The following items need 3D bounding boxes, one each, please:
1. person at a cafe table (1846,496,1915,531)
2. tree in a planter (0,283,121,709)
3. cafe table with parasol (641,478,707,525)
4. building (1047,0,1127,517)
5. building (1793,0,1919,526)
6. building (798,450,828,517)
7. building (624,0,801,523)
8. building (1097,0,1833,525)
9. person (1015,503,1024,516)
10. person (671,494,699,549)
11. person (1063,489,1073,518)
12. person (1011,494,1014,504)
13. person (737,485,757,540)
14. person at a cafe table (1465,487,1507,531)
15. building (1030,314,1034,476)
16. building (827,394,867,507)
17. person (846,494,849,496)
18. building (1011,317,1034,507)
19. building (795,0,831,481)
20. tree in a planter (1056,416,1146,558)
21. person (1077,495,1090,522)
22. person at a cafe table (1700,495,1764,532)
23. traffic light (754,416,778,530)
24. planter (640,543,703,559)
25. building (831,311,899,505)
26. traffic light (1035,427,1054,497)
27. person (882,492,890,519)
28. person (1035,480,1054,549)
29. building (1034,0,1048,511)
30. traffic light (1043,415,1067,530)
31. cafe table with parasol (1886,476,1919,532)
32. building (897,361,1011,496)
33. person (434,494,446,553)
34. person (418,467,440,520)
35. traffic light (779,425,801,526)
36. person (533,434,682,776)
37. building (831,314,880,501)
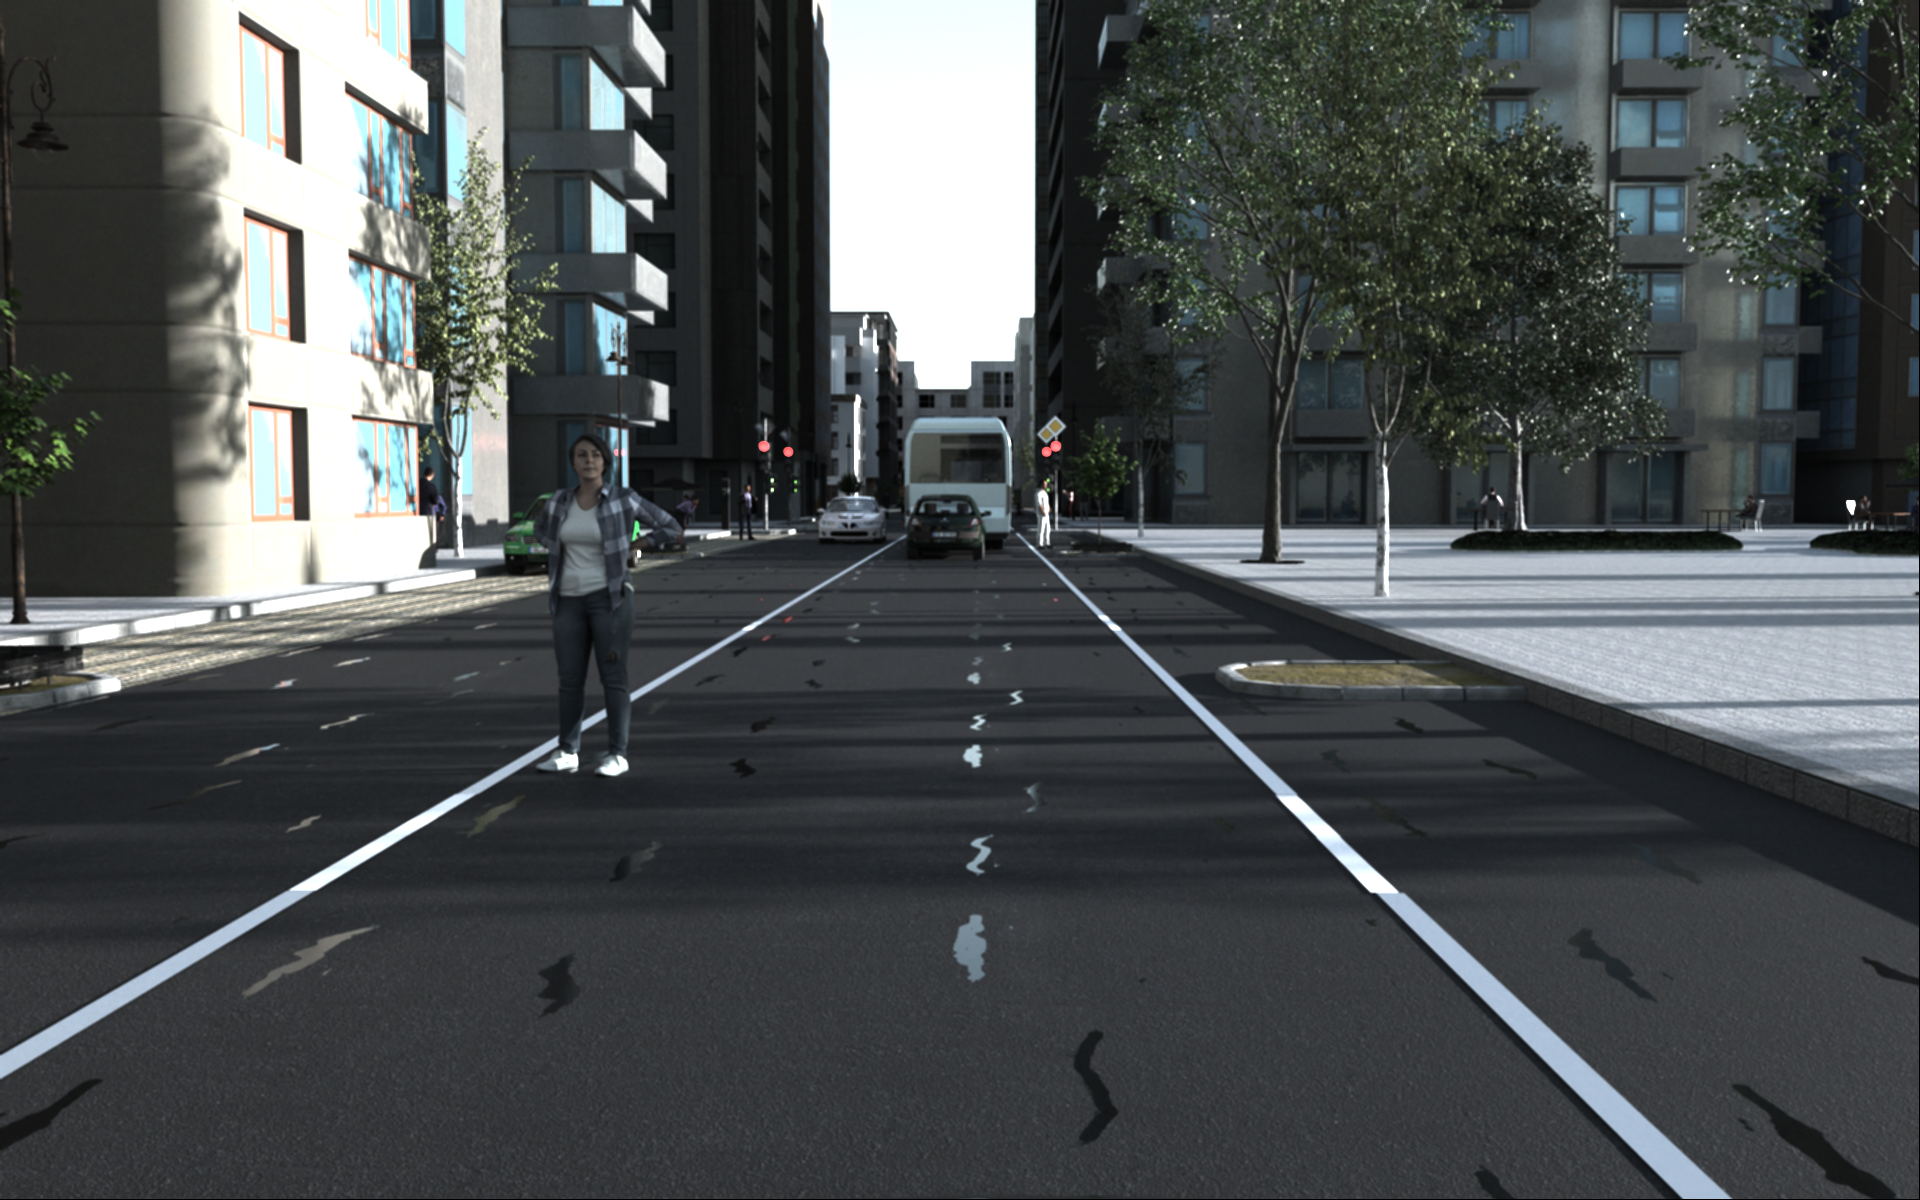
[{"bbox_3d":[27.073,-2.458,51.055,1.698,1.238,1.726,-3,4,-36],"label":"person at a cafe table"},{"bbox_3d":[-7.137,-0.910,12.101,1.991,3.239,1.994,0,4,1],"label":"tree in a planter"},{"bbox_3d":[-11.801,-4.075,71.496,2.610,1.966,2.610,0,4,4],"label":"cafe table with parasol"},{"bbox_3d":[16.414,-29.423,104.765,21.300,48.544,21.600,0,4,1],"label":"building"},{"bbox_3d":[43.940,-25.984,74.947,14.200,45.320,14.600,0,4,1],"label":"building"},{"bbox_3d":[-18.837,-40.806,105.431,20.563,71.187,20.611,0,4,1],"label":"building"},{"bbox_3d":[-15.289,-18.937,81.328,14.160,30.474,14.107,0,4,1],"label":"building"},{"bbox_3d":[21.658,-28.147,79.815,30.456,49.044,23.786,0,4,1],"label":"building"},{"bbox_3d":[3.886,-6.027,115.334,0.859,0.850,0.655,2,4,28],"label":"person"},{"bbox_3d":[-6.895,-1.939,43.431,0.697,1.427,0.421,-1,4,-14],"label":"person"},{"bbox_3d":[5.796,-5.212,92.723,0.517,1.644,0.566,-2,4,-26],"label":"person"},{"bbox_3d":[6.685,-12.941,220.814,0.799,1.438,0.628,0,4,-6],"label":"person"},{"bbox_3d":[-6.570,-2.708,53.599,0.655,1.722,0.431,-3,4,-39],"label":"person"},{"bbox_3d":[18.557,-3.175,60.429,1.698,1.524,1.622,1,4,14],"label":"person at a cafe table"},{"bbox_3d":[14.529,-18.538,159.510,16.016,20.091,11.380,0,4,1],"label":"building"},{"bbox_3d":[-13.097,-13.307,159.720,9.099,9.664,28.070,0,4,1],"label":"building"},{"bbox_3d":[-8.884,-7.939,138.315,0.387,1.526,0.523,-1,4,-21],"label":"person"},{"bbox_3d":[14.380,-19.266,181.458,16.747,18.905,31.486,0,4,1],"label":"building"},{"bbox_3d":[-17.342,-29.447,131.566,14.600,45.320,14.200,0,4,1],"label":"building"},{"bbox_3d":[3.217,-2.608,39.866,1.991,3.239,1.994,0,4,1],"label":"tree in a planter"},{"bbox_3d":[5.718,-4.514,79.982,0.434,1.807,0.598,-3,4,-37],"label":"person"},{"bbox_3d":[26.638,-2.974,59.490,1.726,1.238,1.698,3,5,45],"label":"person at a cafe table"},{"bbox_3d":[-6.954,-4.468,61.973,0.839,4.253,0.868,0,4,1],"label":"traffic light"},{"bbox_3d":[-6.886,-1.102,39.152,1.991,0.319,1.994,0,4,1],"label":"planter"},{"bbox_3d":[-24.117,-22.253,207.807,32.646,21.610,27.936,0,4,1],"label":"building"},{"bbox_3d":[3.462,-4.951,69.876,0.839,4.253,0.868,0,4,1],"label":"traffic light"},{"bbox_3d":[-4.272,-5.455,99.964,0.388,1.546,0.482,2,4,25],"label":"person"},{"bbox_3d":[2.212,-2.238,45.236,0.789,1.805,0.875,2,4,28],"label":"person"},{"bbox_3d":[12.848,-27.725,136.895,14.154,41.232,14.086,0,4,1],"label":"building"},{"bbox_3d":[3.387,-4.463,61.892,0.839,4.253,0.868,0,4,1],"label":"traffic light"},{"bbox_3d":[26.388,-2.554,46.617,2.610,1.966,2.610,-3,5,-41],"label":"cafe table with parasol"},{"bbox_3d":[1.463,-22.706,237.696,31.486,18.905,16.747,0,4,1],"label":"building"},{"bbox_3d":[-11.625,-1.783,37.885,0.574,1.496,0.600,3,5,42],"label":"person"},{"bbox_3d":[-9.628,-1.511,31.200,0.683,1.767,0.568,1,4,14],"label":"person"},{"bbox_3d":[-6.879,-4.956,69.957,0.839,4.253,0.868,0,4,1],"label":"traffic light"},{"bbox_3d":[-1.877,0.019,8.910,0.841,1.734,0.376,1,4,20],"label":"person"},{"bbox_3d":[-16.395,-19.765,179.583,16.016,20.091,11.380,0,4,1],"label":"building"}]
